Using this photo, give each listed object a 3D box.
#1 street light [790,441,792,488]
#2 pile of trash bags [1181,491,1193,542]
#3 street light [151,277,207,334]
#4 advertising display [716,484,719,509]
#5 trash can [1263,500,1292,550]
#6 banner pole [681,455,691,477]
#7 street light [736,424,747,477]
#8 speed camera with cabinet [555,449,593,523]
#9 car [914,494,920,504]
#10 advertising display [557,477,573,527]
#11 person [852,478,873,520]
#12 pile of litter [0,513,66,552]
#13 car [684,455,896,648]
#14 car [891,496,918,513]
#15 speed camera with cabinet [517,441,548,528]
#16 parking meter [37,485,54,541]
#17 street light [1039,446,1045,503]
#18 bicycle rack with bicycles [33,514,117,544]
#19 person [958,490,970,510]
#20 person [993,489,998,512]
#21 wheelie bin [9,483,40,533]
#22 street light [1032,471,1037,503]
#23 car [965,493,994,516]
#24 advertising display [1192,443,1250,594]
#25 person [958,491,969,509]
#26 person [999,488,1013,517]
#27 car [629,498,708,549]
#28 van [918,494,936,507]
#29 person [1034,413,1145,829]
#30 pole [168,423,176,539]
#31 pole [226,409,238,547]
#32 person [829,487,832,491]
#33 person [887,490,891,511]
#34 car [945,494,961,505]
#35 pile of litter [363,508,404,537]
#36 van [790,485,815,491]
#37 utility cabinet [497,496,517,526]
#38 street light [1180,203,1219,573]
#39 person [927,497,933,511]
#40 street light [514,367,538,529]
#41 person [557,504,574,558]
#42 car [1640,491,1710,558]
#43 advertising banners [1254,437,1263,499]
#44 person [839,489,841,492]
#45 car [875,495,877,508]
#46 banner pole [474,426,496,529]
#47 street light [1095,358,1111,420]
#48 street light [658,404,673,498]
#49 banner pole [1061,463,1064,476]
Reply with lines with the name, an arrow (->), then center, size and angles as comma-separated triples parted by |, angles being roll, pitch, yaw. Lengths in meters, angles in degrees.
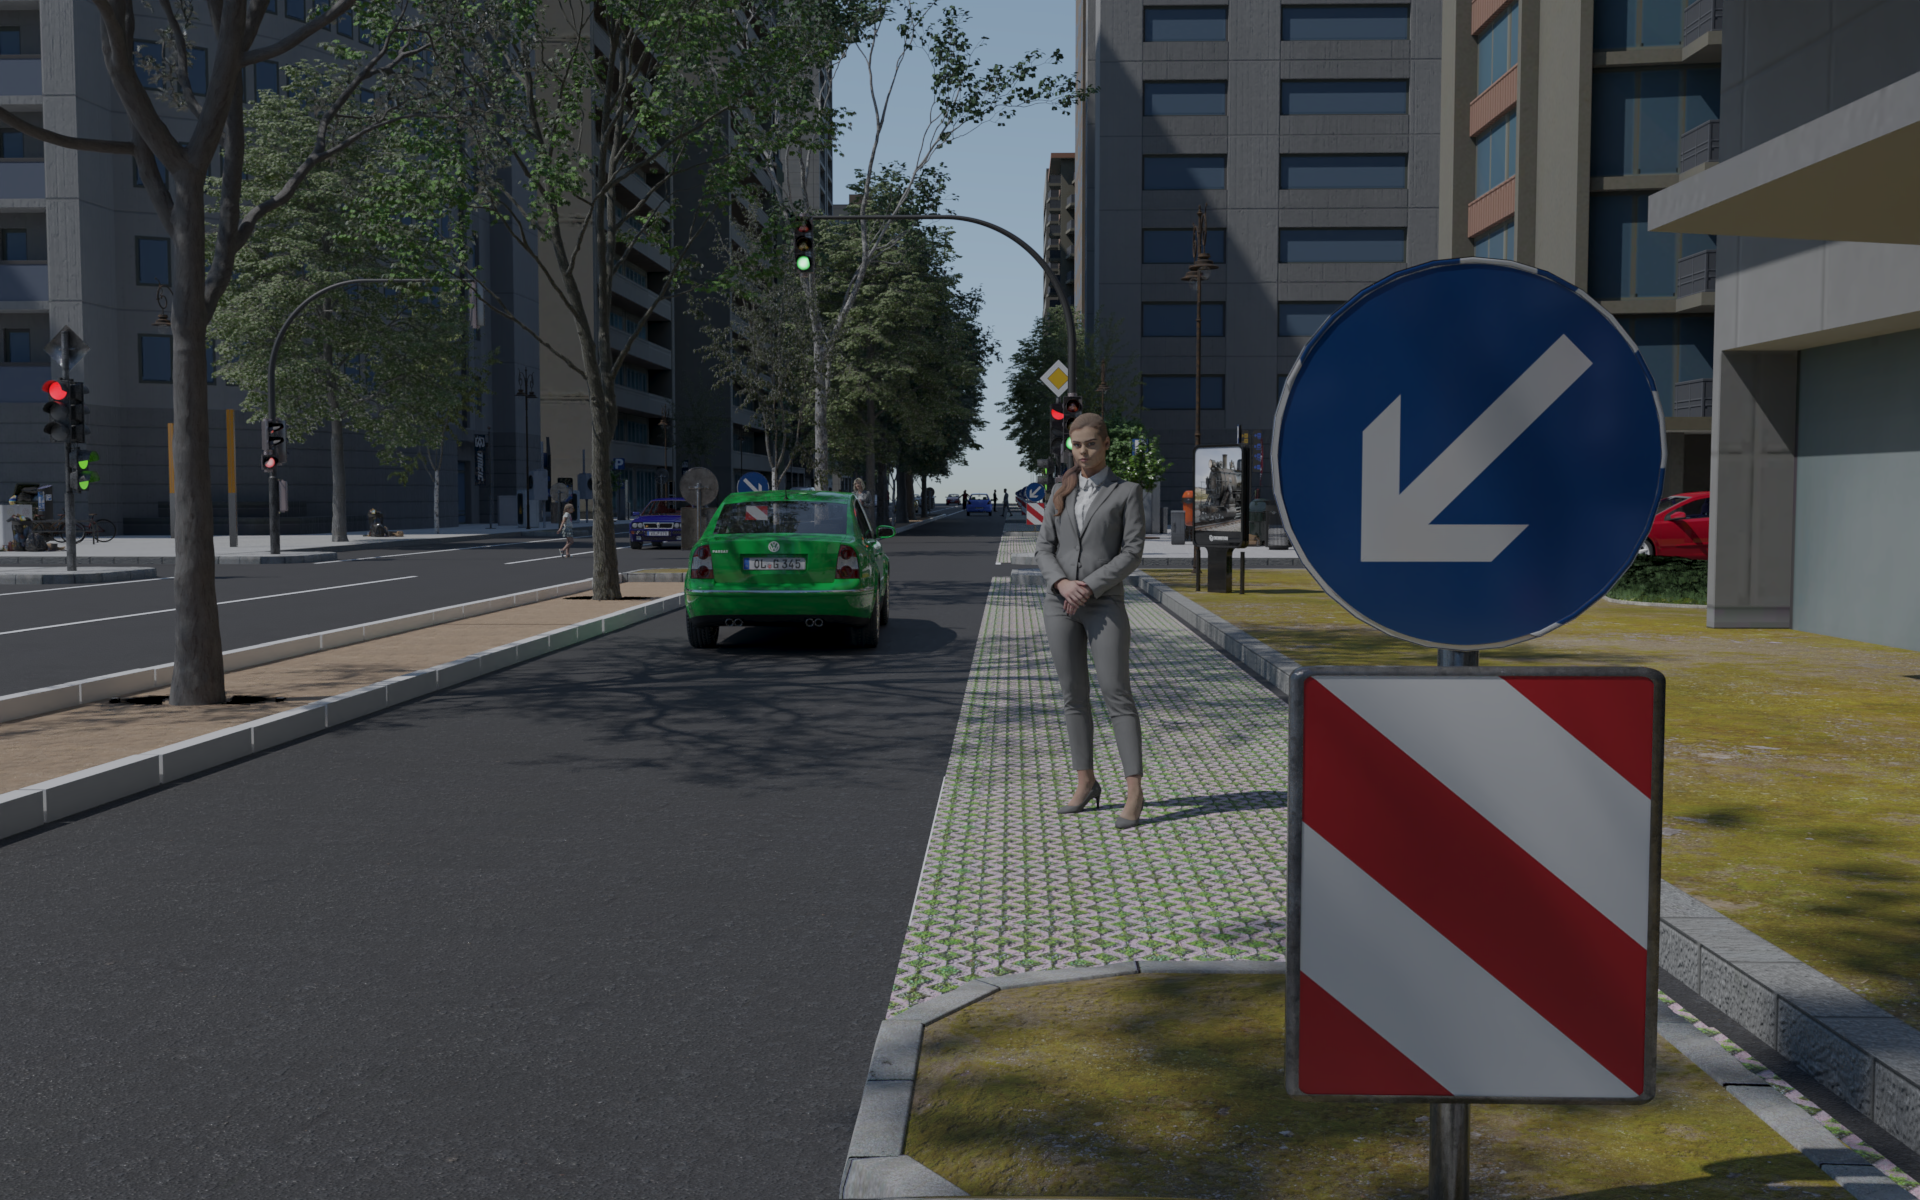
street light -> -13.558, -10.170, 139.062 | 0.468, 5.910, 1.993 | 0, 4, 2
pile of trash bags -> 6.803, -2.257, 46.659 | 1.912, 1.369, 3.447 | 2, 4, 30
street light -> -16.652, -3.932, 37.071 | 0.468, 5.910, 1.993 | 0, 4, 2
advertising display -> -15.502, -6.455, 110.760 | 0.123, 1.923, 0.974 | 0, 4, -6
trash can -> 7.329, -1.721, 39.795 | 0.748, 1.137, 0.748 | 0, 3, 0
banner pole -> -17.620, -7.459, 111.970 | 0.863, 3.779, 0.401 | 1, 4, 10
street light -> -14.321, -8.612, 113.593 | 0.468, 5.910, 1.993 | 0, 4, 2
speed camera with cabinet -> -16.875, -5.003, 76.142 | 0.660, 3.252, 2.038 | 2, 4, 32
car -> -6.001, -13.347, 228.006 | 2.009, 1.686, 4.222 | 0, 4, 0
advertising display -> -15.439, -3.827, 67.777 | 0.123, 1.923, 0.974 | 1, 4, 18
person -> -2.285, -1.909, 39.893 | 0.537, 1.800, 0.526 | 1, 4, 9
pile of litter -> -20.883, -1.521, 38.830 | 1.719, 0.858, 1.176 | 2, 4, 25
car -> -1.648, -0.535, 17.541 | 1.959, 1.807, 4.718 | 0, 3, 0
car -> -4.103, -7.349, 130.376 | 2.015, 1.641, 3.980 | 0, 4, 3
speed camera with cabinet -> -16.210, -4.357, 65.579 | 0.660, 3.252, 2.038 | -2, 4, -32
parking meter -> -24.988, -2.380, 47.328 | 0.372, 1.533, 0.369 | 0, 3, 0
street light -> 7.865, -11.548, 161.594 | 0.468, 5.910, 1.993 | 0, 4, 2
bicycle rack with bicycles -> -23.408, -1.908, 44.576 | 2.925, 0.926, 2.852 | -1, 4, -22
person -> 0.467, -8.890, 153.808 | 1.348, 1.831, 0.705 | 1, 4, 15
person -> 2.883, -8.115, 141.198 | 0.705, 1.821, 1.348 | -1, 4, -10
wheelie bin -> -26.460, -2.530, 49.271 | 0.693, 1.594, 0.980 | 3, 4, 38
street light -> 9.661, -15.059, 218.995 | 0.468, 5.910, 1.993 | 0, 4, 2
car -> 1.271, -6.419, 114.539 | 1.945, 1.707, 3.694 | 0, 4, 1
advertising display -> 3.377, -1.055, 22.461 | 0.123, 1.923, 0.974 | -2, 4, -33
person -> 0.363, -9.563, 165.380 | 1.217, 1.766, 0.721 | 1, 4, 14
person -> 2.934, -6.165, 109.566 | 0.850, 1.792, 0.678 | -1, 4, -16
car -> -7.645, -2.056, 46.193 | 1.945, 1.354, 3.894 | 0, 4, 2
van -> -3.551, -11.000, 186.863 | 2.013, 2.044, 4.112 | 0, 4, 1
person -> 0.563, 0.071, 7.611 | 0.520, 1.790, 0.573 | 1, 4, 11
pole -> -22.695, -3.432, 49.965 | 0.158, 3.312, 0.155 | 0, 3, 0
pole -> -17.591, -2.937, 41.857 | 0.158, 3.312, 0.155 | 0, 3, 0
person -> -7.846, -5.943, 105.586 | 0.656, 1.842, 0.836 | 1, 4, 20
person -> -5.905, -8.206, 143.390 | 0.721, 1.743, 1.217 | 1, 4, 14
car -> -0.840, -13.250, 225.672 | 2.155, 1.783, 4.494 | 0, 4, 4
pile of litter -> -17.331, -2.331, 52.072 | 1.176, 0.858, 1.719 | -2, 4, -23
van -> -9.241, -5.711, 100.390 | 2.013, 2.044, 4.112 | 0, 4, 2
utility cabinet -> -18.248, -3.621, 70.372 | 1.020, 1.237, 0.306 | -2, 4, -26
street light -> 3.836, -3.369, 27.878 | 0.468, 5.910, 1.993 | 0, 4, 2
person -> -2.626, -8.557, 148.425 | 0.705, 1.822, 1.348 | -2, 4, -31
street light -> -15.730, -5.514, 62.941 | 0.468, 5.910, 1.993 | 0, 4, 2
person -> -8.903, -1.566, 39.124 | 0.382, 1.210, 0.505 | -1, 4, -10
car -> 13.748, -1.442, 32.611 | 4.494, 1.783, 2.155 | 0, 4, 3
advertising banners -> 9.412, -3.573, 54.607 | 0.090, 3.025, 2.074 | 0, 4, 4
person -> -9.664, -7.988, 139.121 | 1.348, 1.822, 0.705 | 1, 4, 9
car -> -7.789, -9.014, 159.746 | 2.083, 1.381, 4.827 | 0, 4, 4
banner pole -> -17.510, -4.510, 63.755 | 0.401, 3.779, 0.863 | 3, 5, 44
street light -> 4.850, -5.267, 58.899 | 0.468, 5.910, 1.993 | 0, 4, 2
street light -> -15.085, -7.100, 88.865 | 0.468, 5.910, 1.993 | 0, 4, 2
banner pole -> 5.342, -6.165, 90.822 | 0.401, 3.779, 0.863 | -1, 4, -10
